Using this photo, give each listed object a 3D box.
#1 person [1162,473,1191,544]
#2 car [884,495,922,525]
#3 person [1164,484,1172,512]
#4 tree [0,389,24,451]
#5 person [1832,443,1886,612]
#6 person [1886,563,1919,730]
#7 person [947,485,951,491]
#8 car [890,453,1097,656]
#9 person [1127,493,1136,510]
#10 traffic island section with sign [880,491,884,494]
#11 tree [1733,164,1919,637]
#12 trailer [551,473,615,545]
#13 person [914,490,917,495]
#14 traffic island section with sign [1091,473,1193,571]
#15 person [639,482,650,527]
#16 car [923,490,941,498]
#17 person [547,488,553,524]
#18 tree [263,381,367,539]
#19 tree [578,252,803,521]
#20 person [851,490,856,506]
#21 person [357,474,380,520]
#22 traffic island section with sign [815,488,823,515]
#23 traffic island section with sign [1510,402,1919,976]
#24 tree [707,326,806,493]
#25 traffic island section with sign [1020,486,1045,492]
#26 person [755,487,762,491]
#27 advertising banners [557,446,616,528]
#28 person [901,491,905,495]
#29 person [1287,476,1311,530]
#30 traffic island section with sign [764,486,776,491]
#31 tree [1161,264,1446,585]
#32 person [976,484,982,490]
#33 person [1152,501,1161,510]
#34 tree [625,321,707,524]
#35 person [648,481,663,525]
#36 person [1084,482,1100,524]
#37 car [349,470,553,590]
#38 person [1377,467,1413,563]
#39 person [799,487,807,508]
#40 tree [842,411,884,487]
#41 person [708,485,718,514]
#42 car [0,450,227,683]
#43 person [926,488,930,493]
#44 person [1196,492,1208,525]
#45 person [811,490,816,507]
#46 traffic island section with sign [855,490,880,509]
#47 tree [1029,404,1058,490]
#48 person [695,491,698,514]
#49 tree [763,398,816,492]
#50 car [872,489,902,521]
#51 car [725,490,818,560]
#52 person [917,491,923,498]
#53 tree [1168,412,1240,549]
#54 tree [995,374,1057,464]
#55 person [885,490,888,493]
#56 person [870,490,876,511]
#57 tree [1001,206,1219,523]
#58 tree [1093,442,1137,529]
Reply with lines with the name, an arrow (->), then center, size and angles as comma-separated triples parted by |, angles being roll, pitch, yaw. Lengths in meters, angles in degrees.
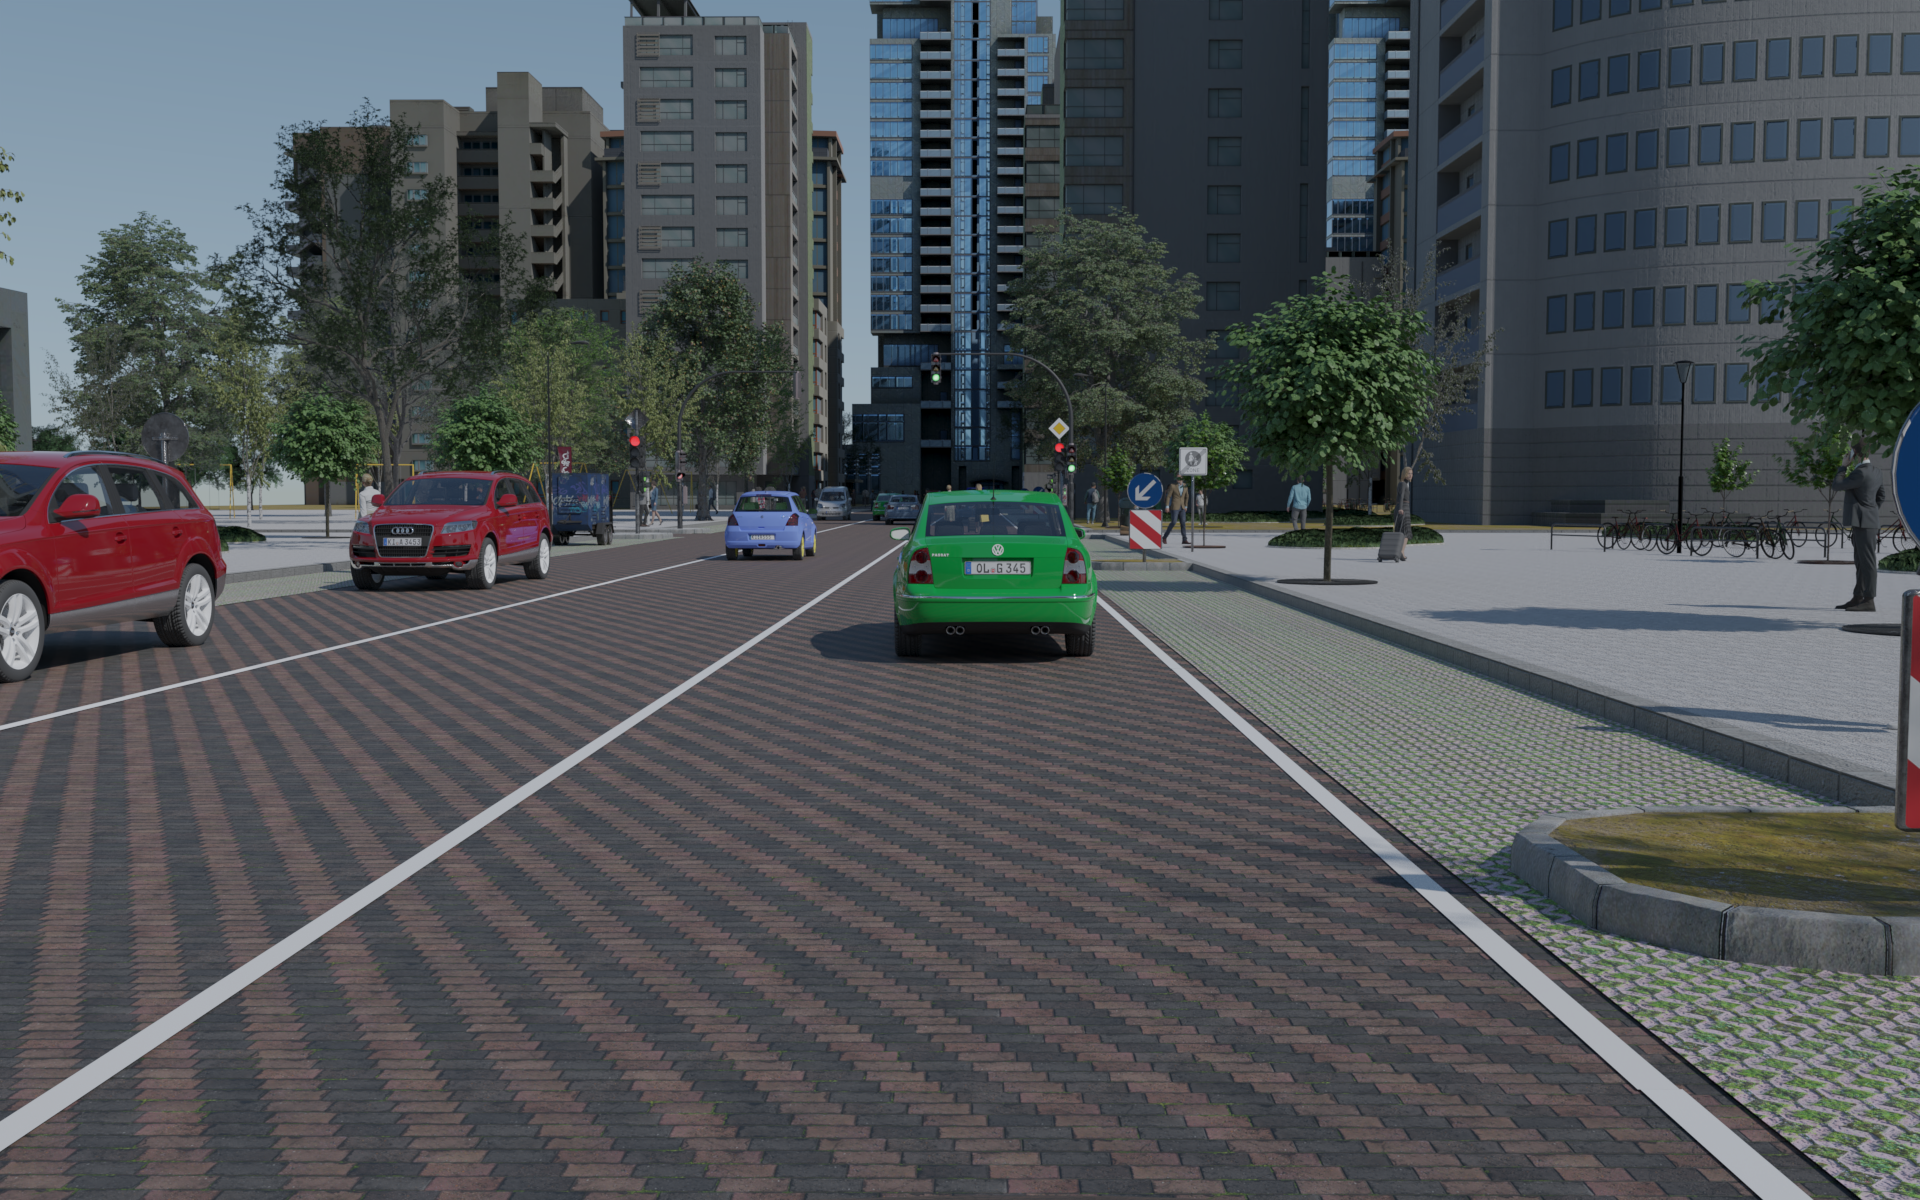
person -> 5.534, -2.346, 44.306 | 0.836, 1.842, 0.656 | 2, 4, 34
car -> -2.596, -4.268, 81.778 | 2.014, 1.417, 4.499 | 0, 4, 1
person -> 10.892, -5.166, 90.597 | 0.616, 1.811, 0.778 | -2, 4, -24
tree -> -25.800, -3.714, 44.430 | 4.285, 4.588, 4.351 | 0, 3, 0
person -> 9.818, -0.829, 18.964 | 0.474, 1.900, 0.648 | 3, 4, 36
person -> 5.409, -0.183, 9.223 | 0.728, 1.800, 0.709 | 0, 4, 4
person -> -0.417, -3.799, 70.841 | 0.478, 1.798, 0.641 | 0, 4, 3
car -> 0.285, -0.482, 16.669 | 1.959, 1.807, 4.718 | 0, 4, -1
person -> 8.163, -4.639, 81.861 | 0.822, 1.834, 0.622 | -2, 4, -28
traffic island section with sign -> -8.698, -11.295, 193.303 | 1.989, 1.847, 2.006 | 0, 4, 1
tree -> 9.006, -1.965, 15.848 | 4.285, 4.588, 4.351 | 0, 3, 0
trailer -> -10.525, -2.477, 47.541 | 1.471, 1.999, 3.904 | 0, 4, 1
person -> -4.399, -9.803, 168.745 | 0.705, 1.831, 1.348 | -2, 4, -28
traffic island section with sign -> 3.356, -1.496, 33.086 | 1.989, 1.847, 2.006 | 0, 4, 1
person -> -12.374, -3.764, 67.761 | 0.473, 1.802, 0.592 | 1, 4, 17
car -> -2.690, -10.520, 180.678 | 2.281, 1.827, 5.304 | 0, 4, 1
person -> -12.748, -2.780, 54.095 | 0.503, 1.515, 0.523 | 3, 4, 37
tree -> -18.345, -4.068, 50.230 | 4.285, 4.588, 4.351 | 0, 3, 0
tree -> -12.276, -10.111, 82.318 | 9.611, 12.733, 9.660 | 0, 3, 0
person -> -11.290, -10.795, 183.086 | 0.434, 1.755, 0.990 | 2, 4, 27
person -> -10.588, -1.371, 31.141 | 0.478, 1.798, 0.641 | -3, 5, -43
traffic island section with sign -> -9.486, -6.653, 117.410 | 1.989, 1.847, 2.006 | 0, 4, 1
traffic island section with sign -> 3.069, 0.158, 6.053 | 1.989, 1.847, 2.006 | 0, 4, 1
tree -> -12.448, -10.627, 99.501 | 9.928, 11.665, 9.643 | 0, 3, 0
traffic island section with sign -> 3.939, -4.939, 89.380 | 1.989, 1.847, 2.006 | 0, 4, 1
person -> -7.956, -3.662, 69.210 | 0.643, 1.720, 0.563 | -2, 4, -30
advertising banners -> -13.687, -4.115, 63.466 | 2.074, 3.025, 0.090 | 0, 4, -2
person -> -6.177, -10.985, 188.134 | 1.348, 1.821, 0.705 | 2, 4, 35
person -> 9.809, -2.691, 50.059 | 0.660, 1.820, 0.620 | 0, 4, -7
traffic island section with sign -> -9.785, -4.944, 89.467 | 1.989, 1.847, 2.006 | 0, 4, 1
tree -> 5.219, -2.518, 24.878 | 4.285, 4.588, 4.351 | 0, 3, 0
person -> 0.678, -3.373, 63.860 | 0.699, 1.804, 1.509 | 0, 4, -4
person -> 9.652, -4.801, 84.780 | 0.529, 1.795, 0.600 | 0, 4, -2
tree -> -13.245, -7.596, 74.552 | 4.737, 8.622, 4.395 | 0, 3, 0
person -> -12.474, -3.965, 70.901 | 0.654, 1.822, 0.581 | -1, 4, -15
person -> 5.682, -4.166, 74.508 | 0.623, 1.781, 0.721 | 0, 4, -5
car -> -8.025, -1.163, 27.687 | 2.281, 1.827, 5.304 | 0, 4, 1
person -> 8.319, -1.635, 32.991 | 0.699, 1.804, 1.509 | 3, 4, 38
person -> -11.668, -7.526, 129.059 | 0.573, 1.828, 0.580 | 0, 4, 6
tree -> -12.272, -15.461, 187.195 | 8.767, 10.594, 7.601 | 0, 4, 0
person -> -15.644, -6.305, 109.223 | 0.850, 1.850, 0.679 | 1, 4, 13
car -> -8.170, -0.375, 14.813 | 2.281, 1.827, 5.304 | 0, 4, 0
person -> -1.926, -6.039, 107.578 | 0.721, 1.781, 0.623 | -2, 4, -31
person -> 10.070, -3.876, 72.009 | 0.503, 1.515, 0.523 | 0, 4, -5
person -> -12.120, -8.373, 144.413 | 0.593, 1.643, 0.415 | -2, 4, -26
traffic island section with sign -> -8.982, -9.614, 165.821 | 1.989, 1.847, 2.006 | 0, 4, 1
tree -> 6.916, -10.423, 120.784 | 4.360, 8.622, 3.978 | 0, 3, 0
person -> -15.674, -6.051, 105.071 | 0.767, 1.812, 0.694 | 3, 5, 44
tree -> -12.466, -10.734, 125.866 | 4.737, 8.622, 4.395 | 0, 3, 0
car -> -3.734, -5.163, 93.216 | 1.959, 1.807, 4.718 | 0, 4, 0
car -> -4.188, -1.782, 38.728 | 1.945, 1.707, 3.694 | 0, 4, 1
person -> -5.013, -11.984, 204.448 | 1.348, 1.822, 0.705 | 2, 4, 24
tree -> 5.683, -2.843, 41.077 | 1.663, 3.219, 1.824 | 0, 3, 0
tree -> 6.266, -10.800, 110.999 | 8.767, 10.594, 7.601 | 1, 4, 9
person -> -7.500, -10.243, 175.988 | 1.348, 1.823, 0.705 | 2, 4, 35
person -> -7.455, -8.538, 148.174 | 0.705, 1.814, 1.350 | 1, 4, 15
tree -> 6.471, -10.408, 76.825 | 9.857, 13.997, 8.962 | 0, 3, 0
tree -> 5.806, -4.293, 64.790 | 1.663, 3.219, 1.824 | 0, 3, 0
